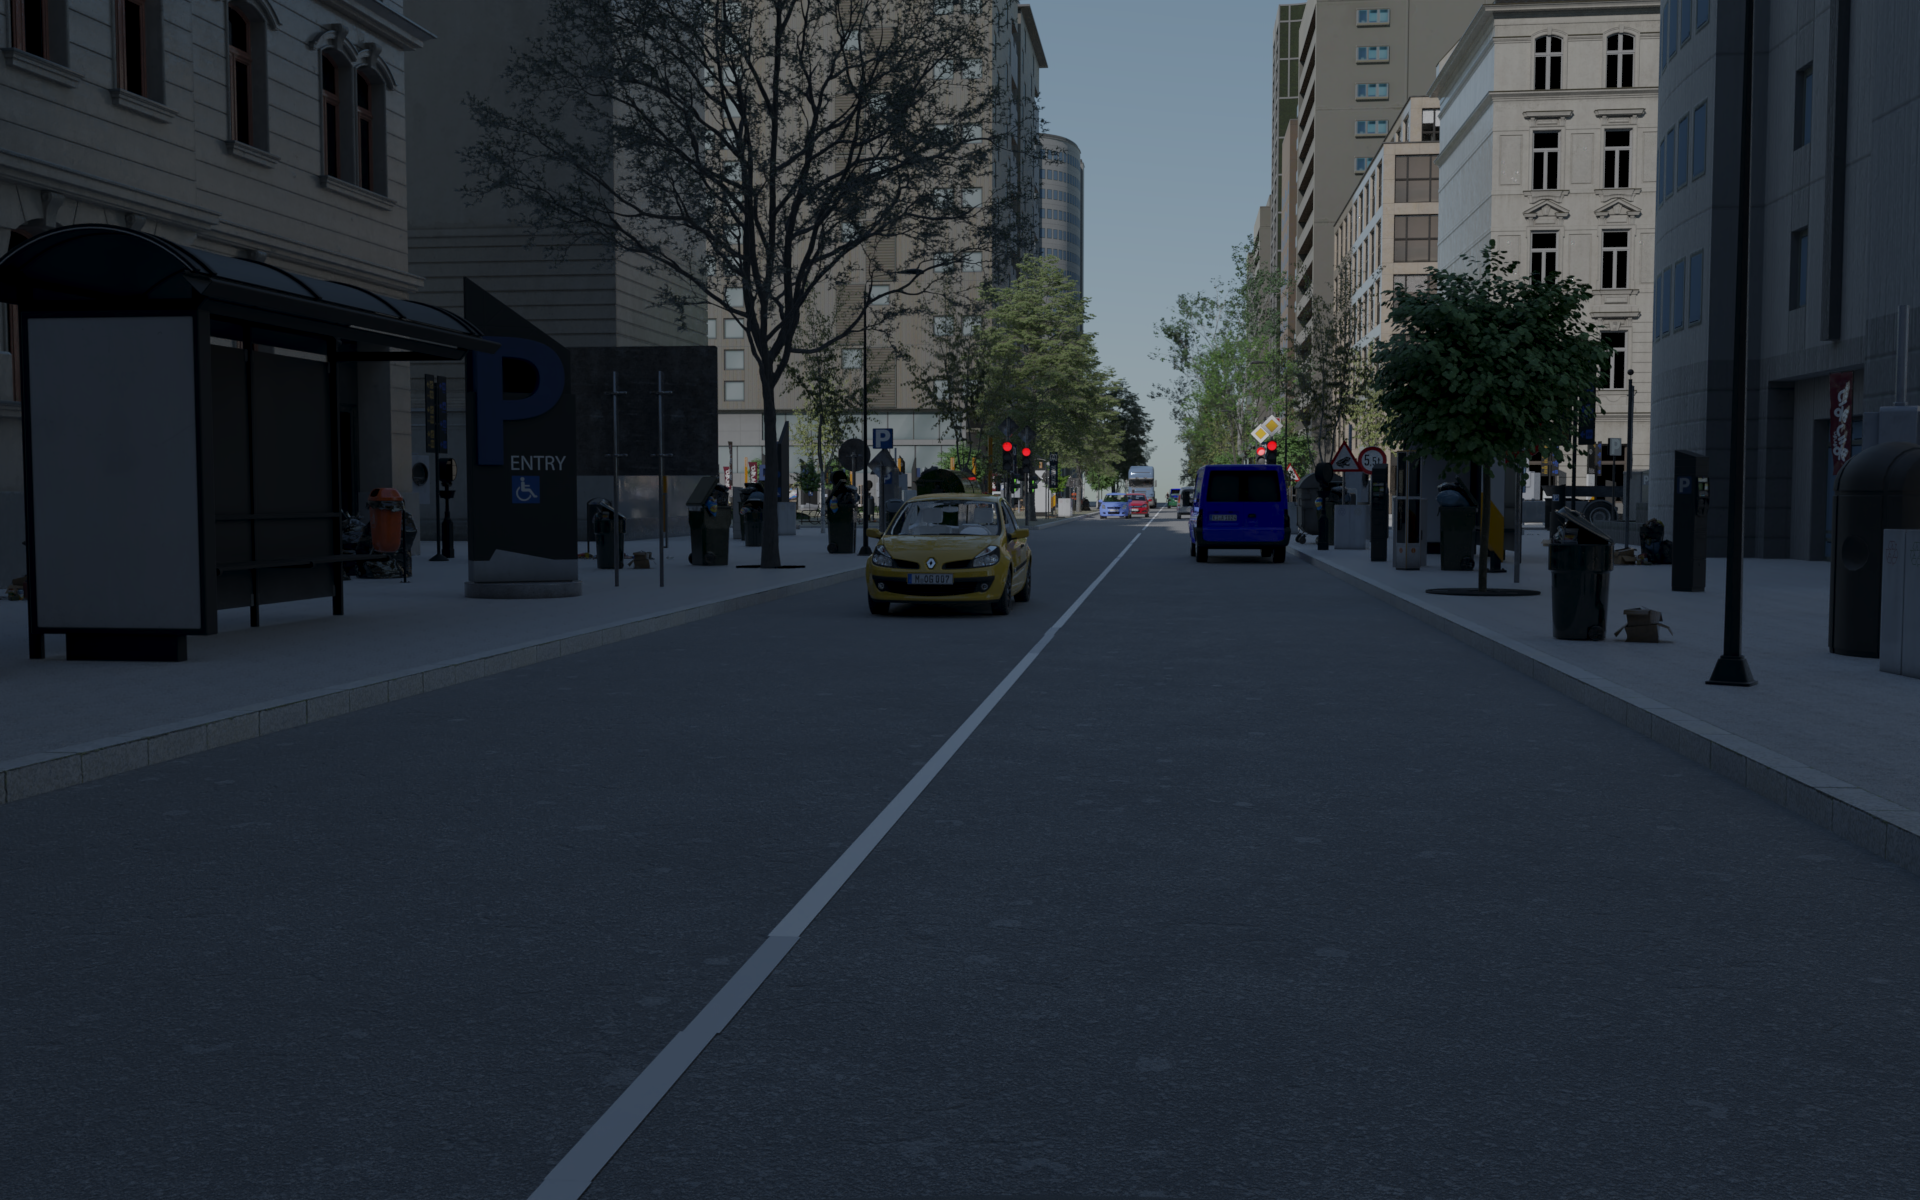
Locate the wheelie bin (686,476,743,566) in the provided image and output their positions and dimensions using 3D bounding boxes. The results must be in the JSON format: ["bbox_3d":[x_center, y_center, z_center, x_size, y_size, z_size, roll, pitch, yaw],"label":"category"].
[{"bbox_3d":[-4.512,-1.427,31.233,0.693,1.594,0.980,-3,4,-36],"label":"wheelie bin"}]

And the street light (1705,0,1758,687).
[{"bbox_3d":[4.675,-2.388,11.591,1.470,5.913,1.316,0,4,7],"label":"street light"}]

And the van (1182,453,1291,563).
[{"bbox_3d":[6.043,-2.050,37.904,2.240,2.365,5.245,0,4,6],"label":"van"}]

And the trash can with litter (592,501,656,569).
[{"bbox_3d":[-5.784,-1.128,29.824,1.055,1.170,0.624,-1,4,-14],"label":"trash can with litter"}]

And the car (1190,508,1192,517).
[{"bbox_3d":[11.960,-4.320,83.214,1.945,1.354,3.894,1,4,9],"label":"car"}]

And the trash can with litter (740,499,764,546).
[{"bbox_3d":[-5.119,-1.903,42.504,0.624,1.170,1.055,-1,4,-11],"label":"trash can with litter"}]

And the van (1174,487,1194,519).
[{"bbox_3d":[13.375,-5.693,100.100,2.013,2.044,4.112,0,4,7],"label":"van"}]

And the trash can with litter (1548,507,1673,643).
[{"bbox_3d":[5.719,-0.236,15.238,1.055,1.170,0.624,2,4,23],"label":"trash can with litter"}]

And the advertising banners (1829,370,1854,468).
[{"bbox_3d":[12.674,-1.700,23.984,0.090,3.025,2.074,-1,4,-9],"label":"advertising banners"}]

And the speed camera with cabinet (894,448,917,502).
[{"bbox_3d":[-2.372,-4.842,73.501,0.660,3.252,2.038,-1,4,-18],"label":"speed camera with cabinet"}]

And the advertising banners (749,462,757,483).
[{"bbox_3d":[-10.509,-5.983,94.008,2.074,3.025,0.090,-2,4,-26],"label":"advertising banners"}]

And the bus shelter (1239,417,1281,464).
[{"bbox_3d":[15.327,-6.743,87.882,2.179,5.291,8.768,0,4,7],"label":"bus shelter"}]

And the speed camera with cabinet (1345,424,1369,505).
[{"bbox_3d":[10.874,-3.310,48.448,0.660,3.252,2.038,2,4,30],"label":"speed camera with cabinet"}]

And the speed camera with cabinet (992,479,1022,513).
[{"bbox_3d":[3.185,-7.588,118.393,2.038,3.252,0.660,1,4,18],"label":"speed camera with cabinet"}]

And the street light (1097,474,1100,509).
[{"bbox_3d":[12.287,-10.633,146.394,1.470,5.913,1.316,0,4,7],"label":"street light"}]

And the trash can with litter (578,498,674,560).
[{"bbox_3d":[-6.788,-1.413,34.168,2.233,1.210,1.678,1,4,13],"label":"trash can with litter"}]

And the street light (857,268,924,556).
[{"bbox_3d":[-1.430,-3.873,35.863,1.470,5.913,1.316,0,4,7],"label":"street light"}]

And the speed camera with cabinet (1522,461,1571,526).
[{"bbox_3d":[23.919,-4.675,70.773,0.660,3.252,2.038,-3,5,-45],"label":"speed camera with cabinet"}]

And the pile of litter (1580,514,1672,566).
[{"bbox_3d":[12.393,-1.081,31.645,1.719,0.858,1.176,-1,4,-20],"label":"pile of litter"}]

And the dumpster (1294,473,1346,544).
[{"bbox_3d":[9.349,-2.392,44.865,1.264,1.857,1.865,0,4,7],"label":"dumpster"}]

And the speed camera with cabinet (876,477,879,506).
[{"bbox_3d":[-6.177,-8.884,139.585,0.660,3.252,2.038,-1,4,-19],"label":"speed camera with cabinet"}]

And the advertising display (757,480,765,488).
[{"bbox_3d":[-9.009,-4.612,80.625,0.974,1.923,0.123,-3,4,-38],"label":"advertising display"}]

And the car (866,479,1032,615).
[{"bbox_3d":[-0.082,-0.708,21.804,2.015,1.641,3.980,0,4,8],"label":"car"}]

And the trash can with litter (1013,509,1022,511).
[{"bbox_3d":[4.647,-7.232,129.301,2.233,1.210,1.678,2,4,30],"label":"trash can with litter"}]

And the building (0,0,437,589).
[{"bbox_3d":[-18.844,-14.544,25.181,14.401,28.519,23.554,0,4,7],"label":"building"}]

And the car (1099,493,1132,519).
[{"bbox_3d":[9.046,-5.557,100.455,1.945,1.707,3.694,1,4,9],"label":"car"}]

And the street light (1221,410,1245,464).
[{"bbox_3d":[15.133,-7.534,95.721,1.470,5.913,1.316,0,4,7],"label":"street light"}]

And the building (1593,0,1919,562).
[{"bbox_3d":[25.634,-30.081,33.832,21.231,58.520,28.212,0,4,7],"label":"building"}]

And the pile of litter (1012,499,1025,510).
[{"bbox_3d":[4.947,-7.785,141.251,1.719,0.858,1.176,2,4,27],"label":"pile of litter"}]

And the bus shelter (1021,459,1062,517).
[{"bbox_3d":[4.764,-6.566,101.279,2.014,3.302,5.546,0,4,7],"label":"bus shelter"}]

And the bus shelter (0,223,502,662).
[{"bbox_3d":[-6.177,-1.334,15.728,2.014,3.302,5.546,0,4,7],"label":"bus shelter"}]

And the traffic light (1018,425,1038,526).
[{"bbox_3d":[2.734,-4.979,70.324,0.839,4.253,0.868,0,4,7],"label":"traffic light"}]

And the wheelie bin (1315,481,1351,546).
[{"bbox_3d":[9.359,-2.167,43.330,0.980,1.594,0.693,-2,4,-32],"label":"wheelie bin"}]

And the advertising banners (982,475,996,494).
[{"bbox_3d":[2.114,-9.158,145.927,2.074,3.025,0.090,0,4,-2],"label":"advertising banners"}]

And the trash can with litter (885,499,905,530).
[{"bbox_3d":[-1.465,-1.836,41.399,0.624,1.170,1.055,0,4,-8],"label":"trash can with litter"}]

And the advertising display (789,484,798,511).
[{"bbox_3d":[-10.566,-6.262,107.596,0.974,1.923,0.123,1,4,14],"label":"advertising display"}]

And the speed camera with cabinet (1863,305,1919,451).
[{"bbox_3d":[10.558,-1.447,18.002,2.038,3.252,0.660,2,4,35],"label":"speed camera with cabinet"}]

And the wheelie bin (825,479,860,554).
[{"bbox_3d":[-2.533,-1.812,37.526,0.693,1.594,0.980,0,4,5],"label":"wheelie bin"}]

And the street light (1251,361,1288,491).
[{"bbox_3d":[10.815,-5.373,60.382,1.470,5.913,1.316,0,4,7],"label":"street light"}]

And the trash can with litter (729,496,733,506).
[{"bbox_3d":[-16.318,-7.122,127.496,2.233,1.210,1.678,-2,4,-30],"label":"trash can with litter"}]

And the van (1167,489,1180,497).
[{"bbox_3d":[24.106,-11.479,192.060,2.240,2.365,5.245,0,4,5],"label":"van"}]

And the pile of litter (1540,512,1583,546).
[{"bbox_3d":[14.782,-1.729,42.240,1.176,0.858,1.719,2,4,23],"label":"pile of litter"}]

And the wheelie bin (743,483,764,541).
[{"bbox_3d":[-5.674,-2.429,47.625,0.980,1.594,0.693,3,4,38],"label":"wheelie bin"}]

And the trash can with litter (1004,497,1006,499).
[{"bbox_3d":[1.500,-3.699,71.869,1.055,1.170,0.624,1,4,11],"label":"trash can with litter"}]

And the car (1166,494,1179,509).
[{"bbox_3d":[21.333,-9.683,170.113,2.131,1.459,4.920,1,4,9],"label":"car"}]

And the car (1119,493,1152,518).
[{"bbox_3d":[10.724,-5.956,106.428,2.155,1.783,4.494,0,4,7],"label":"car"}]

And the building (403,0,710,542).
[{"bbox_3d":[-17.403,-12.387,51.680,18.267,20.994,9.793,0,4,7],"label":"building"}]

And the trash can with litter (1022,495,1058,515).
[{"bbox_3d":[5.300,-5.911,107.700,2.233,1.210,1.678,1,4,14],"label":"trash can with litter"}]

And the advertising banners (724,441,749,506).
[{"bbox_3d":[-7.496,-3.791,58.171,0.090,3.025,2.074,1,4,9],"label":"advertising banners"}]

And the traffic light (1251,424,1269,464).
[{"bbox_3d":[11.976,-4.910,69.198,0.839,4.253,0.868,0,4,7],"label":"traffic light"}]

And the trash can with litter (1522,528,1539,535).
[{"bbox_3d":[17.090,-2.677,54.831,1.678,1.210,2.233,-2,4,-27],"label":"trash can with litter"}]

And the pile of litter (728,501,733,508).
[{"bbox_3d":[-14.890,-6.029,112.537,1.719,0.858,1.176,3,5,43],"label":"pile of litter"}]

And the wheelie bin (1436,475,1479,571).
[{"bbox_3d":[8.350,-1.297,29.108,0.693,1.594,0.980,1,4,15],"label":"wheelie bin"}]

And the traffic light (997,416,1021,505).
[{"bbox_3d":[1.750,-4.494,62.399,0.839,4.253,0.868,0,4,7],"label":"traffic light"}]

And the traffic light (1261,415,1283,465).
[{"bbox_3d":[10.993,-4.425,61.273,0.839,4.253,0.868,0,4,7],"label":"traffic light"}]

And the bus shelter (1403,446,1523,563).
[{"bbox_3d":[9.920,-2.478,34.432,2.014,3.302,5.546,0,4,7],"label":"bus shelter"}]

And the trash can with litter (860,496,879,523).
[{"bbox_3d":[-4.094,-4.505,84.717,1.678,1.210,2.233,2,4,28],"label":"trash can with litter"}]

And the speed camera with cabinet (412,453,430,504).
[{"bbox_3d":[-12.607,-2.687,38.269,0.660,3.252,2.038,1,4,23],"label":"speed camera with cabinet"}]

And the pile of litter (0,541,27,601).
[{"bbox_3d":[-11.179,-0.451,21.334,1.719,0.858,1.176,0,4,-1],"label":"pile of litter"}]
